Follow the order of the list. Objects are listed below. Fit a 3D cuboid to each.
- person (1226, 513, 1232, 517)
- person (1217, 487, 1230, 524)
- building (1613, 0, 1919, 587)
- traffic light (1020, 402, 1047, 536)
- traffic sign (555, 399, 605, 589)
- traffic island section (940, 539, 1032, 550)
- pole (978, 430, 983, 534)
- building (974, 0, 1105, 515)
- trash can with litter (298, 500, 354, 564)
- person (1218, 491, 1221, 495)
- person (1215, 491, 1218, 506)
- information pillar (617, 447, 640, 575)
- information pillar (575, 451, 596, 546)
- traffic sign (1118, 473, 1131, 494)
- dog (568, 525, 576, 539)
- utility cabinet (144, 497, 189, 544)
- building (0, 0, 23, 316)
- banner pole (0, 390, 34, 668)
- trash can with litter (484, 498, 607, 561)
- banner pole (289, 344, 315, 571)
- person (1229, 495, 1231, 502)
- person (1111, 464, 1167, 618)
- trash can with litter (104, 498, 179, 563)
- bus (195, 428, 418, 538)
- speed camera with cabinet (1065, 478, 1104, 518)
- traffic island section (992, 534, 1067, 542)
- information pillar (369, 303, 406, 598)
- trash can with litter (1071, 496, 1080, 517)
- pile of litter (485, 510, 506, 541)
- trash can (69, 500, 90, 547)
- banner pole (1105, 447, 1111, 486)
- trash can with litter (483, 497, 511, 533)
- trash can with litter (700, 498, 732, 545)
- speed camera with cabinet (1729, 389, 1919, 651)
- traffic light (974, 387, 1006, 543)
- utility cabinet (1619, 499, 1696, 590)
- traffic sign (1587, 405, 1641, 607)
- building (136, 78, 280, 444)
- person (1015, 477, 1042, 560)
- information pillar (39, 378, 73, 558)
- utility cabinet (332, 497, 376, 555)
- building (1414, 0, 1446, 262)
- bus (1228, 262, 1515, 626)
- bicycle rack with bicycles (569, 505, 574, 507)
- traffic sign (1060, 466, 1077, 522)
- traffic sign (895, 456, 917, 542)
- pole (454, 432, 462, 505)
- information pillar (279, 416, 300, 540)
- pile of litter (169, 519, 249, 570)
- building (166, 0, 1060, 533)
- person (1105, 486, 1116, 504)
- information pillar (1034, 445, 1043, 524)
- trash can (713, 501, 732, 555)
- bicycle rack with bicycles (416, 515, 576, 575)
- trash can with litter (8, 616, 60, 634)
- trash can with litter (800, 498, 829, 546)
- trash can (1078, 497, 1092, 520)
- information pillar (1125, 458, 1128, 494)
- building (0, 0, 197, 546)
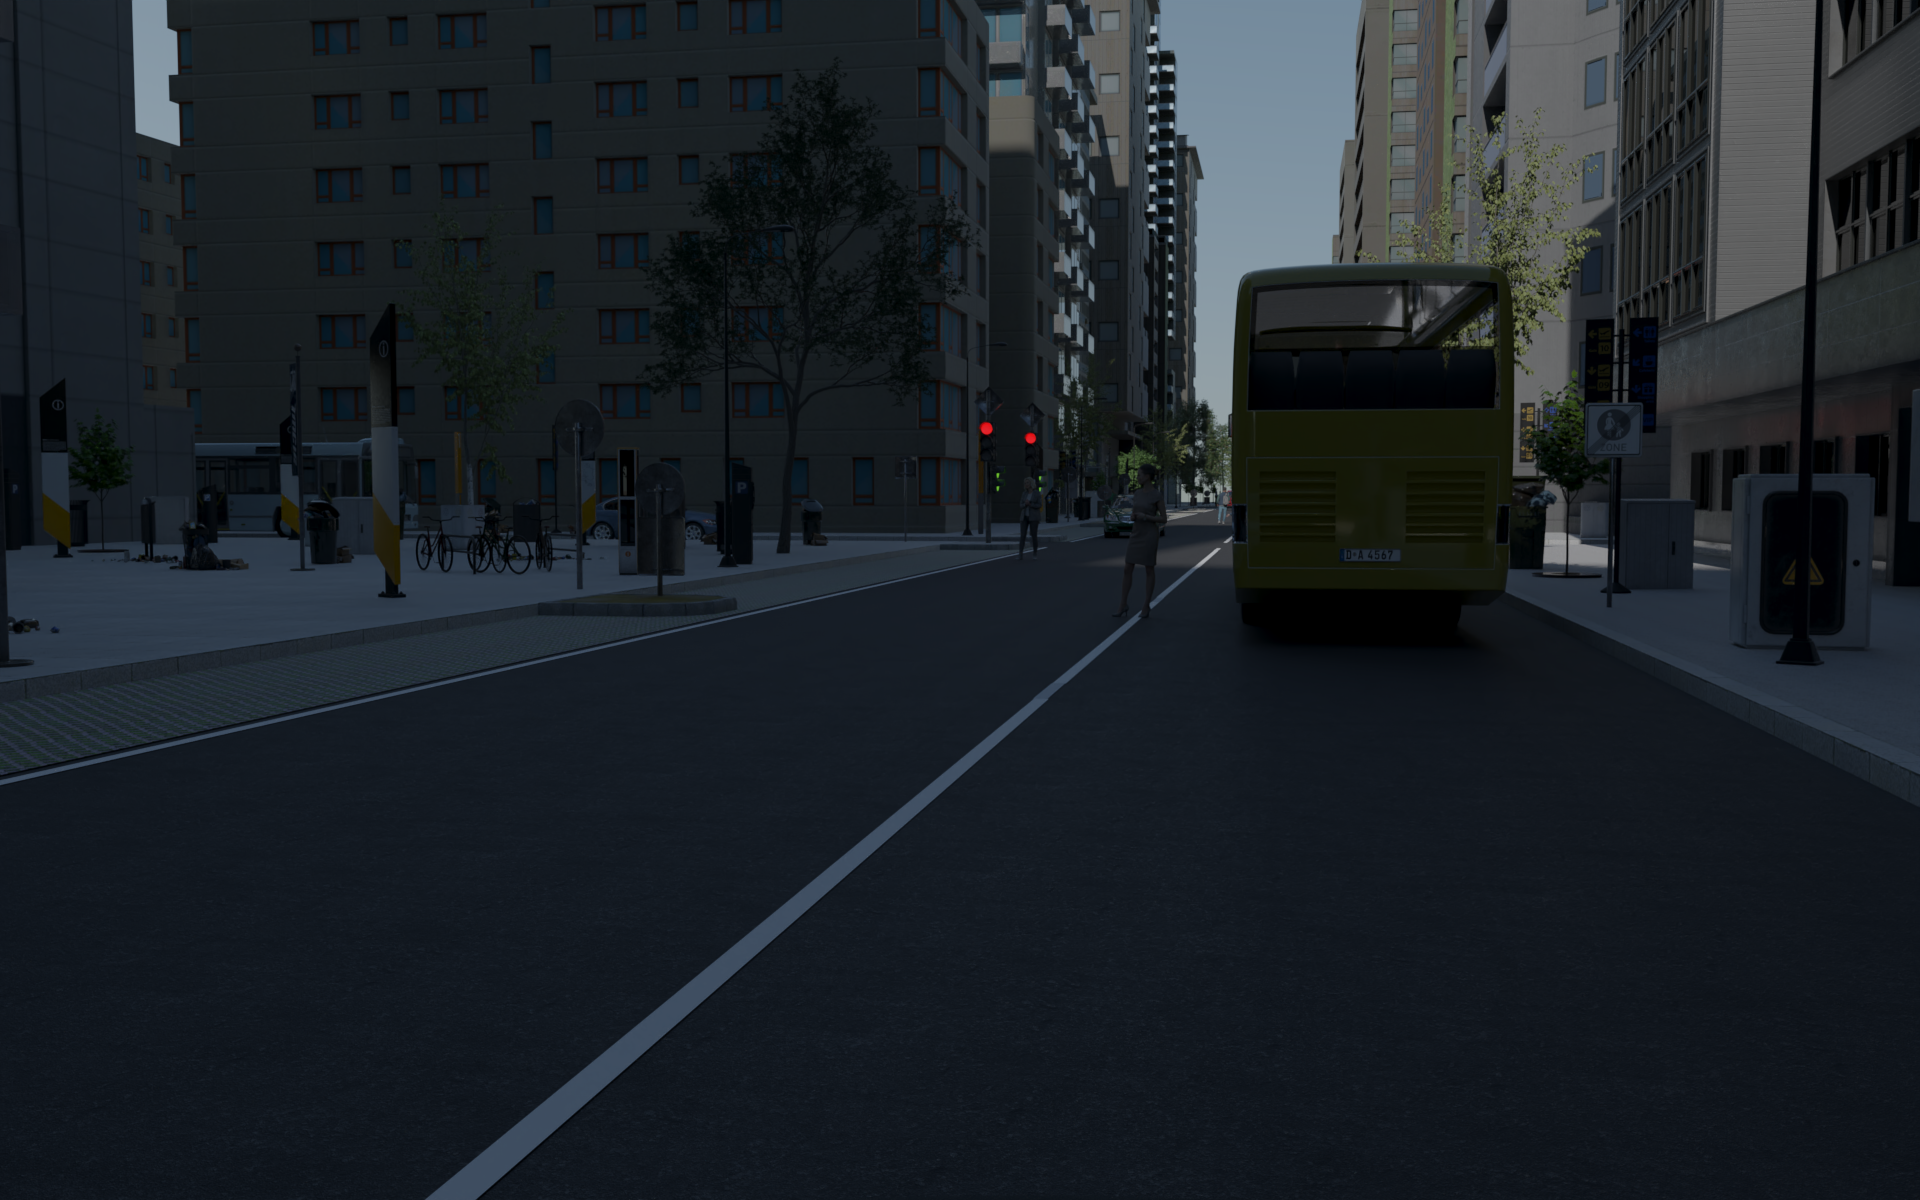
[{"bbox_3d":[12.637,-3.951,78.595,0.738,1.151,1.012,-1,4,-18],"label":"person"},{"bbox_3d":[12.775,-4.599,84.036,0.623,1.781,0.721,0,4,4],"label":"person"},{"bbox_3d":[18.719,-12.465,22.870,14.314,24.678,30.058,1,4,11],"label":"building"},{"bbox_3d":[2.223,-3.923,53.061,0.839,4.253,0.868,1,4,11],"label":"traffic light"},{"bbox_3d":[-5.127,-1.417,23.281,0.768,2.556,0.104,1,4,20],"label":"traffic sign"},{"bbox_3d":[0.721,-1.411,45.353,2.009,0.180,2.903,1,4,11],"label":"traffic island section"},{"bbox_3d":[0.665,-3.765,55.408,0.158,3.312,0.155,0,3,0],"label":"pole"},{"bbox_3d":[-3.495,-29.897,108.420,23.786,49.044,30.456,1,4,11],"label":"building"},{"bbox_3d":[-11.677,-1.259,31.974,0.624,1.170,1.055,1,4,9],"label":"trash can with litter"},{"bbox_3d":[32.147,-12.576,214.208,1.348,1.812,0.705,-3,5,-40],"label":"person"},{"bbox_3d":[27.204,-10.637,183.143,0.721,1.736,1.217,2,4,29],"label":"person"},{"bbox_3d":[-5.243,-1.403,27.436,0.304,2.012,0.304,0,4,-2],"label":"information pillar"},{"bbox_3d":[-9.343,-3.168,43.151,0.504,3.616,0.183,0,4,0],"label":"information pillar"},{"bbox_3d":[10.058,-6.481,106.070,0.768,2.556,0.104,1,4,19],"label":"traffic sign"},{"bbox_3d":[-11.402,-1.976,51.601,0.406,0.507,0.540,1,4,10],"label":"dog"},{"bbox_3d":[-20.228,-2.020,44.185,1.020,1.237,0.306,0,4,-3],"label":"utility cabinet"},{"bbox_3d":[-23.956,-23.827,9.180,23.786,49.044,30.456,1,4,11],"label":"building"},{"bbox_3d":[-7.356,-1.403,12.964,0.863,3.779,0.401,2,4,30],"label":"banner pole"},{"bbox_3d":[-8.042,-1.386,33.718,2.233,1.210,1.678,0,4,-6],"label":"trash can with litter"},{"bbox_3d":[-11.156,-2.393,29.143,0.401,3.779,0.863,-2,4,-33],"label":"banner pole"},{"bbox_3d":[19.334,-6.946,121.837,0.659,1.850,0.755,3,4,38],"label":"person"},{"bbox_3d":[2.085,-0.687,20.075,0.599,1.781,0.374,3,5,44],"label":"person"},{"bbox_3d":[-15.405,-1.329,32.783,1.678,1.210,2.233,-2,4,-35],"label":"trash can with litter"},{"bbox_3d":[-22.639,-3.598,53.689,13.247,3.499,2.948,1,4,12],"label":"bus"},{"bbox_3d":[6.647,-5.996,92.368,2.038,3.252,0.660,0,4,7],"label":"speed camera with cabinet"},{"bbox_3d":[2.185,-1.891,53.203,2.009,0.180,2.903,1,4,11],"label":"traffic island section"},{"bbox_3d":[-7.118,-1.841,21.460,0.504,3.616,0.183,3,5,41],"label":"information pillar"},{"bbox_3d":[6.443,-5.100,94.773,0.624,1.170,1.055,1,4,10],"label":"trash can with litter"},{"bbox_3d":[-13.058,-2.053,47.539,1.176,0.858,1.719,-2,4,-32],"label":"pile of litter"},{"bbox_3d":[-21.627,-1.873,42.279,0.748,1.137,0.748,0,3,0],"label":"trash can"},{"bbox_3d":[7.976,-6.318,93.314,0.401,3.779,0.863,-1,4,-16],"label":"banner pole"},{"bbox_3d":[-15.231,-2.794,57.077,1.055,1.170,0.624,2,4,32],"label":"trash can with litter"},{"bbox_3d":[-6.095,-1.979,43.745,1.055,1.170,0.624,2,4,28],"label":"trash can with litter"},{"bbox_3d":[7.522,-1.219,14.269,2.038,3.252,0.660,1,4,13],"label":"speed camera with cabinet"},{"bbox_3d":[0.759,-3.443,45.211,0.839,4.253,0.868,1,4,11],"label":"traffic light"},{"bbox_3d":[9.400,-0.750,23.428,1.020,1.237,0.306,-1,4,-11],"label":"utility cabinet"},{"bbox_3d":[7.347,-1.064,19.532,0.606,2.300,0.079,1,4,11],"label":"traffic sign"},{"bbox_3d":[-53.975,-14.557,83.046,28.899,21.520,27.650,1,4,11],"label":"building"},{"bbox_3d":[1.524,-1.774,37.681,0.537,1.800,0.526,2,4,35],"label":"person"},{"bbox_3d":[-18.161,-2.656,34.781,0.504,3.616,0.183,-2,4,-35],"label":"information pillar"},{"bbox_3d":[-12.812,-1.569,36.814,1.020,1.237,0.306,1,4,13],"label":"utility cabinet"},{"bbox_3d":[34.343,-27.612,101.569,14.600,45.320,14.200,1,4,11],"label":"building"},{"bbox_3d":[4.758,-1.850,21.796,2.896,3.916,12.252,1,4,9],"label":"bus"},{"bbox_3d":[-11.604,-2.665,56.955,2.852,0.926,2.925,0,4,-3],"label":"bicycle rack with bicycles"},{"bbox_3d":[4.946,-4.830,79.083,0.768,2.556,0.104,1,4,18],"label":"traffic sign"},{"bbox_3d":[-1.462,-2.716,46.530,0.606,2.300,0.079,1,4,15],"label":"traffic sign"},{"bbox_3d":[-16.480,-3.858,56.921,0.158,3.312,0.155,0,3,0],"label":"pole"},{"bbox_3d":[-18.622,-3.474,48.154,0.504,3.616,0.183,0,4,-3],"label":"information pillar"},{"bbox_3d":[-12.875,-0.960,29.669,1.176,0.858,1.719,-3,4,-36],"label":"pile of litter"},{"bbox_3d":[-11.421,-13.911,72.480,27.650,21.520,28.899,1,4,11],"label":"building"},{"bbox_3d":[6.898,-4.346,79.808,0.600,1.795,0.529,0,4,8],"label":"person"},{"bbox_3d":[3.369,-5.115,74.991,0.504,3.616,0.183,-2,4,-31],"label":"information pillar"},{"bbox_3d":[-4.882,-1.544,36.898,0.748,1.137,0.748,0,3,0],"label":"trash can"},{"bbox_3d":[-7.506,-0.932,28.625,2.852,0.926,2.925,-2,4,-31],"label":"bicycle rack with bicycles"},{"bbox_3d":[-9.139,-0.288,15.763,1.678,1.210,2.233,0,4,-6],"label":"trash can with litter"},{"bbox_3d":[-3.566,-1.947,43.218,0.624,1.170,1.055,-2,4,-28],"label":"trash can with litter"},{"bbox_3d":[6.212,-4.570,86.369,0.748,1.137,0.748,0,3,0],"label":"trash can"},{"bbox_3d":[10.804,-7.389,112.157,0.183,3.616,0.504,-1,4,-9],"label":"information pillar"},{"bbox_3d":[-33.725,-36.747,39.059,20.611,71.187,20.563,1,4,11],"label":"building"}]
